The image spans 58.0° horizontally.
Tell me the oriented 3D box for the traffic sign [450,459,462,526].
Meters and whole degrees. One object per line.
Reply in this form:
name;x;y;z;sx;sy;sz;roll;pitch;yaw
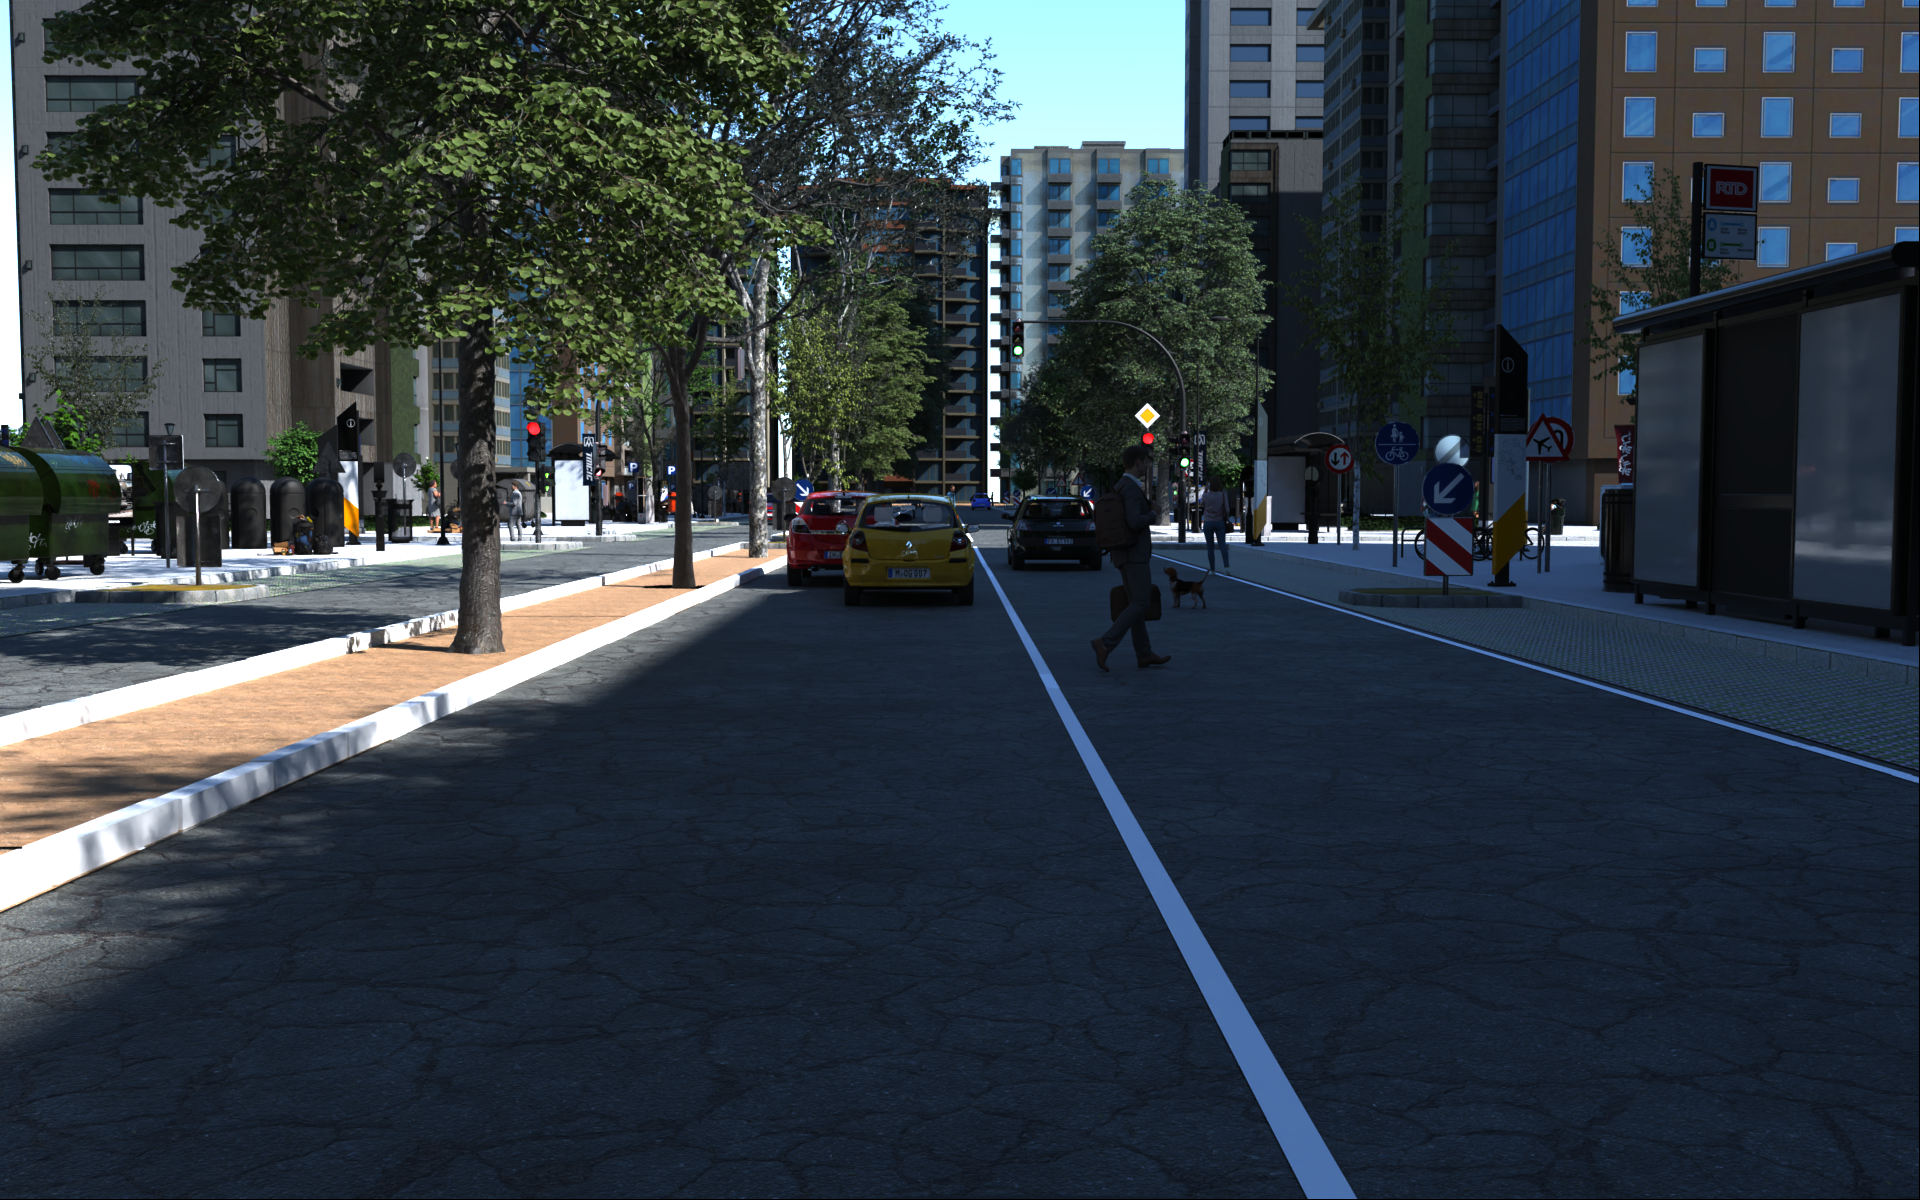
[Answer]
traffic sign;-17.890;-3.788;62.038;0.768;2.556;0.104;0;4;5

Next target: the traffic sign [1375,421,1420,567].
traffic sign;7.667;-1.856;30.452;0.768;2.556;0.104;0;4;6

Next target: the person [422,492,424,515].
person;-32.194;-5.923;102.981;0.850;1.850;0.679;3;5;43

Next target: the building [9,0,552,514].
building;-43.822;-25.880;115.020;32.217;40.220;23.993;0;4;0

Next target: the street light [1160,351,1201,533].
street light;7.208;-5.135;56.505;1.470;5.913;1.316;0;4;0

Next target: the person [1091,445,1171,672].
person;1.380;-0.351;14.205;0.822;1.834;0.622;-1;4;-22

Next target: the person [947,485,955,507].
person;-0.386;-3.738;69.962;0.444;1.785;0.601;3;5;45

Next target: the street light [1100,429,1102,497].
street light;6.977;-7.336;92.490;1.470;5.913;1.316;0;4;0

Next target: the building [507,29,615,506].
building;-35.395;-29.645;134.812;14.600;45.320;14.200;0;4;0

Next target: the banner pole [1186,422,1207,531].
banner pole;8.192;-4.302;60.356;0.863;3.779;0.401;1;4;19

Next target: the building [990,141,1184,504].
building;19.308;-37.798;237.609;30.456;49.044;23.786;0;4;0

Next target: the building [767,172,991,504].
building;-10.349;-35.620;237.019;28.867;44.769;22.147;0;4;0

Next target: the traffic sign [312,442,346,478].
traffic sign;-15.777;-2.647;43.275;0.884;2.594;0.081;0;4;7

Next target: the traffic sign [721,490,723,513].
traffic sign;-15.759;-7.009;114.706;0.768;2.556;0.104;1;4;9

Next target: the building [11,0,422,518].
building;-35.940;-19.189;85.444;14.160;30.474;14.107;0;4;0

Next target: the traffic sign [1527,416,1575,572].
traffic sign;9.681;-1.735;28.479;0.768;2.556;0.104;0;4;5

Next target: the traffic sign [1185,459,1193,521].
traffic sign;8.403;-3.822;62.596;0.768;2.556;0.104;0;4;5

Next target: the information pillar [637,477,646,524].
information pillar;-13.684;-4.278;74.440;0.304;2.012;0.304;0;4;4

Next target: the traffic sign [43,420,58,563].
traffic sign;-16.023;-1.863;30.461;0.884;2.594;0.081;0;4;2

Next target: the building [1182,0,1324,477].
building;31.416;-37.857;160.957;21.231;58.520;28.212;0;4;0

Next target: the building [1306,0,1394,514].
building;37.657;-25.915;115.583;32.217;40.220;23.993;0;4;0

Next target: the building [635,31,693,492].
building;-43.576;-34.153;178.002;30.456;49.044;23.786;0;4;0

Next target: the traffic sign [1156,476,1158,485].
traffic sign;11.201;-5.763;96.354;0.606;2.300;0.079;0;4;4

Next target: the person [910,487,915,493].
person;-2.760;-5.601;99.884;0.447;1.846;0.655;0;4;-5

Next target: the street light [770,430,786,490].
street light;-13.193;-9.375;125.830;1.470;5.913;1.316;0;4;0

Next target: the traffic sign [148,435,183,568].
traffic sign;-13.770;-1.708;30.059;0.606;2.300;0.079;0;4;3

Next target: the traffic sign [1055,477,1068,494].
traffic sign;7.237;-7.556;123.539;0.884;2.594;0.081;1;4;9

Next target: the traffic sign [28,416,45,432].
traffic sign;-15.468;-1.776;29.047;0.884;2.594;0.081;0;4;6

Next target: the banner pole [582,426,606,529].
banner pole;-13.344;-4.471;63.111;0.863;3.779;0.401;0;4;-3

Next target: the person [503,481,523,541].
person;-12.780;-2.495;49.499;0.583;1.804;0.606;0;4;-4

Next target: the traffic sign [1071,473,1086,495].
traffic sign;7.130;-6.384;104.381;0.884;2.594;0.081;0;3;0

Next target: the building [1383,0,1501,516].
building;29.207;-24.765;88.495;14.154;41.232;14.086;0;4;0

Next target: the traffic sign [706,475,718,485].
traffic sign;-15.546;-6.633;108.560;0.768;2.556;0.104;0;4;7

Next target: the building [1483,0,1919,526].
building;31.840;-25.932;74.105;14.200;45.320;14.600;0;4;0

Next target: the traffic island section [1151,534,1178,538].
traffic island section;5.790;-1.914;53.576;2.009;0.180;2.903;0;4;0

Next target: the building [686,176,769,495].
building;-39.206;-35.540;235.700;28.867;44.769;22.147;0;4;0

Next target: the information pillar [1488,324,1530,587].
information pillar;7.606;-1.996;23.983;0.504;3.616;0.183;-1;4;-20

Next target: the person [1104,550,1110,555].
person;3.716;-1.922;40.757;0.643;1.720;0.563;1;4;10

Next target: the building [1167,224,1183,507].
building;28.625;-25.151;182.912;14.160;30.474;14.107;0;4;0

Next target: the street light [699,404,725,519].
street light;-12.854;-7.175;89.846;1.470;5.913;1.316;0;4;0

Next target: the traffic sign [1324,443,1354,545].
traffic sign;9.569;-2.666;43.689;0.768;2.556;0.104;0;4;6

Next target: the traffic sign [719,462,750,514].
traffic sign;-14.113;-7.068;109.436;2.265;3.308;0.079;0;4;8

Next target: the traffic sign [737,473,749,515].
traffic sign;-13.404;-6.527;106.822;0.768;2.556;0.104;0;4;6

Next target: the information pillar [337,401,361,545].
information pillar;-15.427;-3.201;43.694;0.504;3.616;0.183;-2;4;-32

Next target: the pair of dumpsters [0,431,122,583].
pair of dumpsters;-14.005;-1.392;25.257;1.574;2.255;4.437;0;4;0

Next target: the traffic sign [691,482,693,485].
traffic sign;-16.747;-6.476;105.881;0.884;2.594;0.081;0;4;4

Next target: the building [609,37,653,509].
building;-34.851;-28.503;149.623;14.154;41.232;14.086;0;4;0

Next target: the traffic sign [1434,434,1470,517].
traffic sign;10.498;-2.257;37.003;0.768;2.556;0.104;0;4;7

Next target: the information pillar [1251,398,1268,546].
information pillar;7.394;-3.137;42.638;0.183;3.616;0.504;3;5;41

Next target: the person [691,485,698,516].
person;-15.839;-5.936;103.282;0.537;1.800;0.526;-1;4;-17

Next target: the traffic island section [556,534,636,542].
traffic island section;-11.151;-1.906;53.444;2.009;0.180;2.903;0;4;0

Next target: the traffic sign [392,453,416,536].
traffic sign;-17.166;-3.267;53.516;0.768;2.556;0.104;0;4;6

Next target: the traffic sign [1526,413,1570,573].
traffic sign;9.364;-1.708;27.934;0.884;2.594;0.081;0;4;2

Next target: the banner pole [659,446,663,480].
banner pole;-15.576;-6.125;90.162;0.401;3.779;0.863;-2;4;-23

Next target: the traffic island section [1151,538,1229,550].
traffic island section;5.854;-1.426;45.591;2.009;0.180;2.903;0;4;0

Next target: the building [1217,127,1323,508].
building;27.749;-22.564;140.616;14.160;30.474;14.107;0;4;0

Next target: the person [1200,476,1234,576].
person;4.530;-1.305;30.420;0.593;1.750;0.643;0;4;2

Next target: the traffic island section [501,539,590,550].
traffic island section;-11.087;-1.418;45.459;2.009;0.180;2.903;0;4;0
